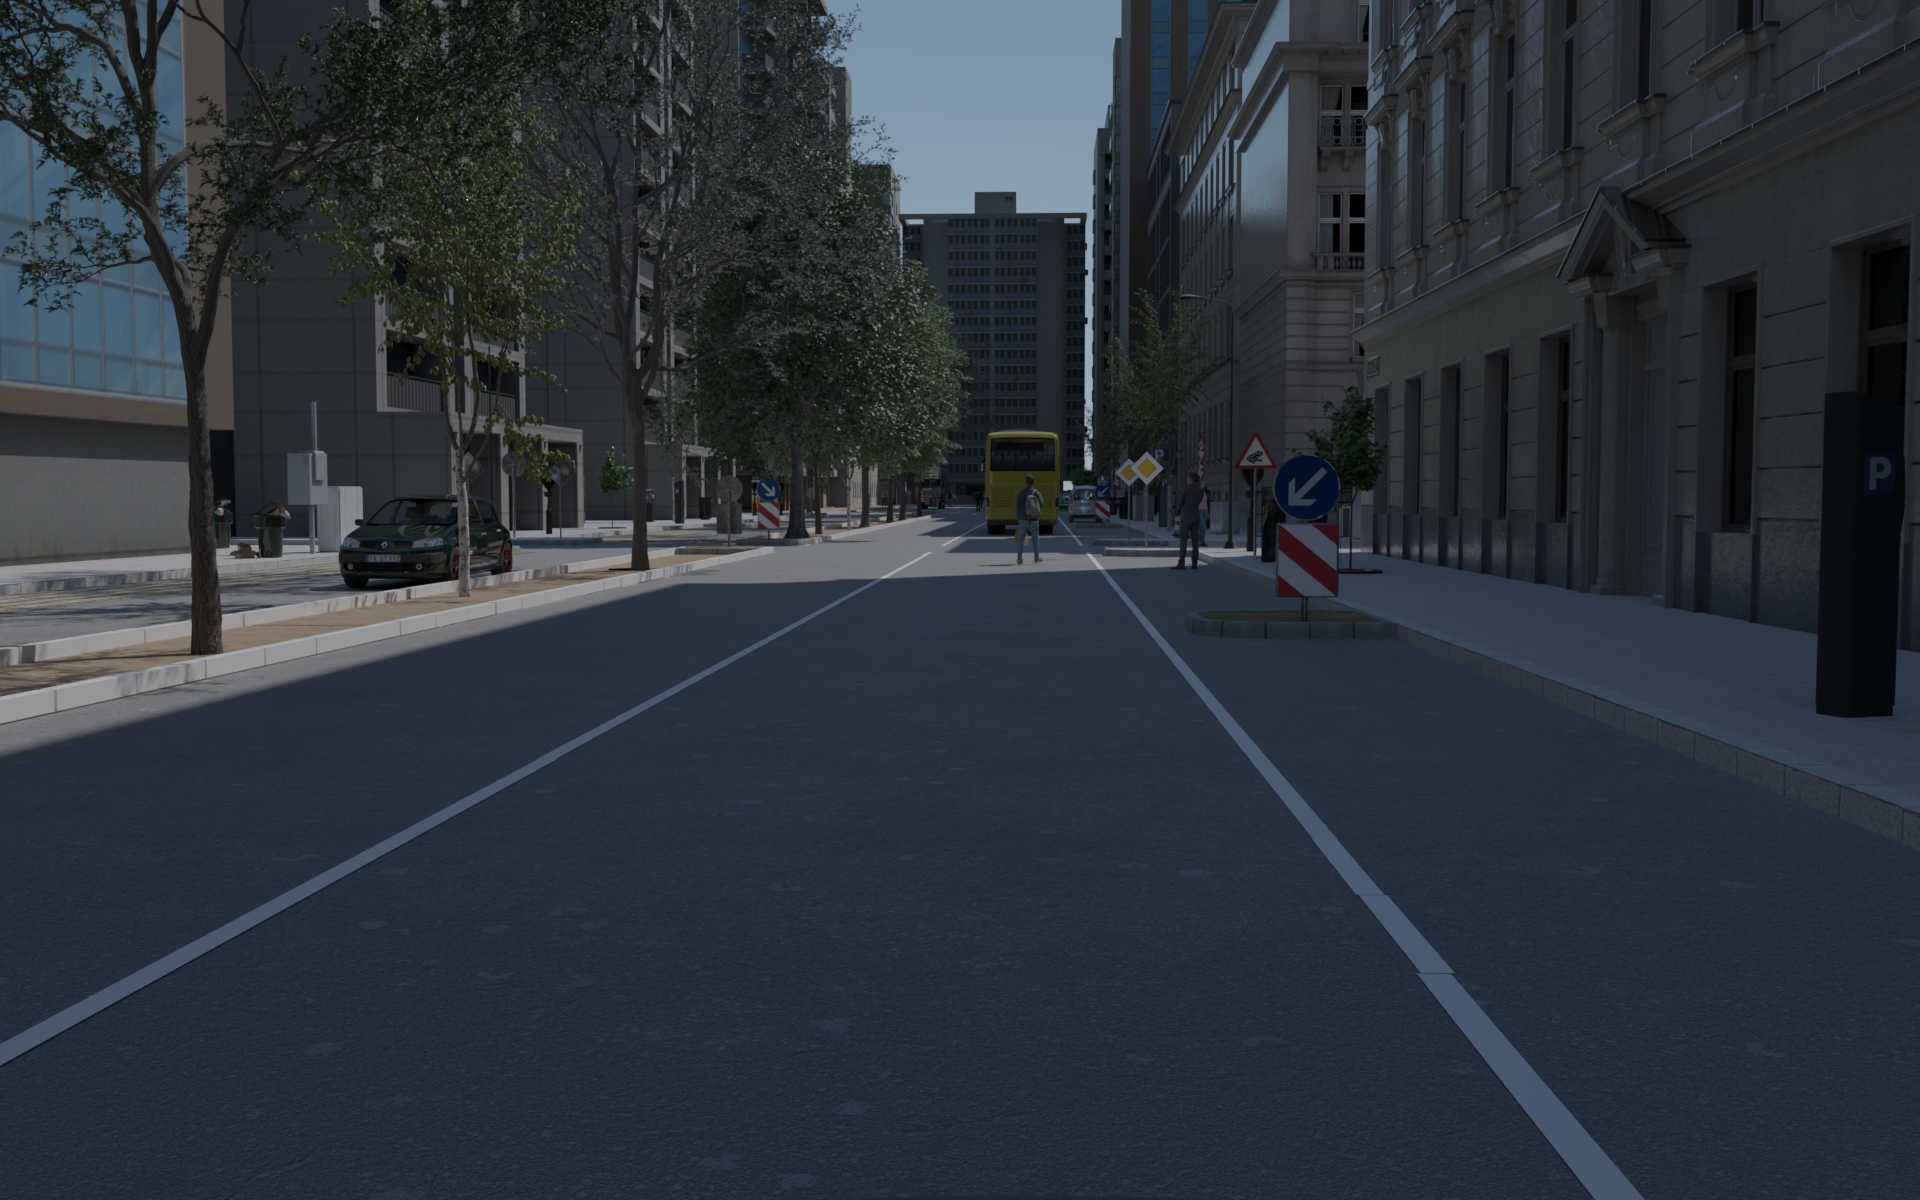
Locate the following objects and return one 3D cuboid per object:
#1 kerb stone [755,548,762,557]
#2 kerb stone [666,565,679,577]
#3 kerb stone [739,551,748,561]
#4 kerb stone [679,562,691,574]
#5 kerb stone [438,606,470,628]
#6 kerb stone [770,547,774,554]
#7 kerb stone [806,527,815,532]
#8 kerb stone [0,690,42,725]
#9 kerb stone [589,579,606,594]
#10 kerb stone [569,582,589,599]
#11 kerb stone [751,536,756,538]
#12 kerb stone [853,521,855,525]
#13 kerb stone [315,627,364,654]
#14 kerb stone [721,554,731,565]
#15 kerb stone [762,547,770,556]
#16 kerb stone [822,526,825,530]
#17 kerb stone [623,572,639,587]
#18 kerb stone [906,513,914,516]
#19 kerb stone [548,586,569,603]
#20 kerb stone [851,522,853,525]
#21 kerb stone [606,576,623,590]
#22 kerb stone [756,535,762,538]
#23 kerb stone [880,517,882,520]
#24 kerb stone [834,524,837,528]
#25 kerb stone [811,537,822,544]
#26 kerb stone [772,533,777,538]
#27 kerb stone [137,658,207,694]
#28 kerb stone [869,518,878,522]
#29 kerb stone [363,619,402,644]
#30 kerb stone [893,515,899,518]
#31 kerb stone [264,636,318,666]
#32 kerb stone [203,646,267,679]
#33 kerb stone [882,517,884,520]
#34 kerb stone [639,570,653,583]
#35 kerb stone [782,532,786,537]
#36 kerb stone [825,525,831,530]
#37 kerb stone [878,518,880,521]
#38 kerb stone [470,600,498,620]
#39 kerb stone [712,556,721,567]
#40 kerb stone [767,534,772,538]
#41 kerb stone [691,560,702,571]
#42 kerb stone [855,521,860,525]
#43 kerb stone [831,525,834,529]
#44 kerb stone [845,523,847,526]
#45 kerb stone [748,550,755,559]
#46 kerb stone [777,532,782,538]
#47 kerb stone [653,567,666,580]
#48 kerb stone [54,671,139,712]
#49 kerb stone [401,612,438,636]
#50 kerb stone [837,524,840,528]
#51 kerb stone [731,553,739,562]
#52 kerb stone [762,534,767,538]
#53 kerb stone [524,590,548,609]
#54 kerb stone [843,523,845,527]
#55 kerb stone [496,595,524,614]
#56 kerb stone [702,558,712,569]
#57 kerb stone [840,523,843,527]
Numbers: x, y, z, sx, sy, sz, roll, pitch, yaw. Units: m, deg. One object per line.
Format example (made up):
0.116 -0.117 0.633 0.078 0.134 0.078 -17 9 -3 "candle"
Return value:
-4.706 -1.055 39.506 0.120 0.150 1.000 0 4 3 "kerb stone"
-5.116 -0.494 30.275 0.120 0.150 1.000 0 4 3 "kerb stone"
-4.791 -0.934 37.460 0.120 0.150 1.000 0 4 3 "kerb stone"
-5.070 -0.557 31.312 0.120 0.150 1.000 0 4 3 "kerb stone"
-5.637 0.200 19.022 0.120 0.150 1.000 0 4 3 "kerb stone"
-4.609 -1.184 41.553 0.120 0.150 1.000 0 4 3 "kerb stone"
-5.656 -2.601 64.727 0.120 0.150 1.000 0 4 3 "kerb stone"
-6.014 0.694 10.845 0.120 0.150 1.000 0 4 3 "kerb stone"
-5.359 -0.176 25.151 0.120 0.150 1.000 0 4 3 "kerb stone"
-5.398 -0.118 24.127 0.120 0.150 1.000 0 4 3 "kerb stone"
-6.264 -1.786 51.398 0.120 0.150 1.000 0 4 3 "kerb stone"
-5.007 -3.471 79.080 0.120 0.150 1.000 0 4 3 "kerb stone"
-5.773 0.382 15.956 0.120 0.150 1.000 0 4 3 "kerb stone"
-4.886 -0.808 35.409 0.120 0.150 1.000 0 4 3 "kerb stone"
-4.653 -1.121 40.532 0.120 0.150 1.000 0 4 3 "kerb stone"
-5.511 -2.789 67.800 0.120 0.150 1.000 0 4 3 "kerb stone"
-5.252 -0.306 27.195 0.120 0.150 1.000 0 4 3 "kerb stone"
-3.327 -5.728 115.918 0.120 0.150 1.000 0 4 3 "kerb stone"
-5.442 -0.056 23.105 0.120 0.150 1.000 0 4 3 "kerb stone"
-5.054 -3.416 78.053 0.120 0.150 1.000 0 4 3 "kerb stone"
-5.307 -0.243 26.171 0.120 0.150 1.000 0 4 3 "kerb stone"
-6.218 -1.842 52.429 0.120 0.150 1.000 0 4 3 "kerb stone"
-4.397 -4.291 92.383 0.120 0.150 1.000 0 4 3 "kerb stone"
-5.325 -3.037 71.896 0.120 0.150 1.000 0 4 3 "kerb stone"
-4.201 -1.717 50.282 0.120 0.150 1.000 0 4 3 "kerb stone"
-6.078 -2.036 55.493 0.120 0.150 1.000 0 4 3 "kerb stone"
-5.919 0.572 12.887 0.120 0.150 1.000 0 4 3 "kerb stone"
-4.492 -4.163 90.333 0.120 0.150 1.000 0 4 3 "kerb stone"
-5.735 0.323 16.977 0.120 0.150 1.000 0 4 3 "kerb stone"
-3.849 -5.041 104.669 0.120 0.150 1.000 0 4 3 "kerb stone"
-5.820 0.445 14.929 0.120 0.150 1.000 0 4 3 "kerb stone"
-5.868 0.508 13.908 0.120 0.150 1.000 0 4 3 "kerb stone"
-4.362 -4.354 93.408 0.120 0.150 1.000 0 4 3 "kerb stone"
-5.222 -0.368 28.224 0.120 0.150 1.000 0 4 3 "kerb stone"
-5.983 -2.162 57.546 0.120 0.150 1.000 0 4 3 "kerb stone"
-5.432 -2.914 69.843 0.120 0.150 1.000 0 4 3 "kerb stone"
-4.446 -4.230 91.362 0.120 0.150 1.000 0 4 3 "kerb stone"
-5.594 0.138 20.043 0.120 0.150 1.000 0 4 3 "kerb stone"
-4.943 -0.746 34.387 0.120 0.150 1.000 0 4 3 "kerb stone"
-6.126 -1.969 54.471 0.120 0.150 1.000 0 4 3 "kerb stone"
-5.028 -0.618 32.334 0.120 0.150 1.000 0 4 3 "kerb stone"
-4.908 -3.605 81.136 0.120 0.150 1.000 0 4 3 "kerb stone"
-5.371 -2.977 70.867 0.120 0.150 1.000 0 4 3 "kerb stone"
-5.150 -3.291 75.999 0.120 0.150 1.000 0 4 3 "kerb stone"
-4.753 -0.992 38.481 0.120 0.150 1.000 0 4 3 "kerb stone"
-6.033 -2.099 56.518 0.120 0.150 1.000 0 4 3 "kerb stone"
-5.172 -0.432 29.252 0.120 0.150 1.000 0 4 3 "kerb stone"
-5.962 0.632 11.866 0.120 0.150 1.000 0 4 3 "kerb stone"
-5.684 0.257 17.998 0.120 0.150 1.000 0 4 3 "kerb stone"
-5.286 -3.094 72.918 0.120 0.150 1.000 0 4 3 "kerb stone"
-4.839 -0.869 36.435 0.120 0.150 1.000 0 4 3 "kerb stone"
-6.170 -1.909 53.450 0.120 0.150 1.000 0 4 3 "kerb stone"
-5.489 0.007 22.084 0.120 0.150 1.000 0 4 3 "kerb stone"
-5.193 -3.222 74.974 0.120 0.150 1.000 0 4 3 "kerb stone"
-5.537 0.069 21.063 0.120 0.150 1.000 0 4 3 "kerb stone"
-4.984 -0.683 33.360 0.120 0.150 1.000 0 4 3 "kerb stone"
-5.241 -3.160 73.953 0.120 0.150 1.000 0 4 3 "kerb stone"
